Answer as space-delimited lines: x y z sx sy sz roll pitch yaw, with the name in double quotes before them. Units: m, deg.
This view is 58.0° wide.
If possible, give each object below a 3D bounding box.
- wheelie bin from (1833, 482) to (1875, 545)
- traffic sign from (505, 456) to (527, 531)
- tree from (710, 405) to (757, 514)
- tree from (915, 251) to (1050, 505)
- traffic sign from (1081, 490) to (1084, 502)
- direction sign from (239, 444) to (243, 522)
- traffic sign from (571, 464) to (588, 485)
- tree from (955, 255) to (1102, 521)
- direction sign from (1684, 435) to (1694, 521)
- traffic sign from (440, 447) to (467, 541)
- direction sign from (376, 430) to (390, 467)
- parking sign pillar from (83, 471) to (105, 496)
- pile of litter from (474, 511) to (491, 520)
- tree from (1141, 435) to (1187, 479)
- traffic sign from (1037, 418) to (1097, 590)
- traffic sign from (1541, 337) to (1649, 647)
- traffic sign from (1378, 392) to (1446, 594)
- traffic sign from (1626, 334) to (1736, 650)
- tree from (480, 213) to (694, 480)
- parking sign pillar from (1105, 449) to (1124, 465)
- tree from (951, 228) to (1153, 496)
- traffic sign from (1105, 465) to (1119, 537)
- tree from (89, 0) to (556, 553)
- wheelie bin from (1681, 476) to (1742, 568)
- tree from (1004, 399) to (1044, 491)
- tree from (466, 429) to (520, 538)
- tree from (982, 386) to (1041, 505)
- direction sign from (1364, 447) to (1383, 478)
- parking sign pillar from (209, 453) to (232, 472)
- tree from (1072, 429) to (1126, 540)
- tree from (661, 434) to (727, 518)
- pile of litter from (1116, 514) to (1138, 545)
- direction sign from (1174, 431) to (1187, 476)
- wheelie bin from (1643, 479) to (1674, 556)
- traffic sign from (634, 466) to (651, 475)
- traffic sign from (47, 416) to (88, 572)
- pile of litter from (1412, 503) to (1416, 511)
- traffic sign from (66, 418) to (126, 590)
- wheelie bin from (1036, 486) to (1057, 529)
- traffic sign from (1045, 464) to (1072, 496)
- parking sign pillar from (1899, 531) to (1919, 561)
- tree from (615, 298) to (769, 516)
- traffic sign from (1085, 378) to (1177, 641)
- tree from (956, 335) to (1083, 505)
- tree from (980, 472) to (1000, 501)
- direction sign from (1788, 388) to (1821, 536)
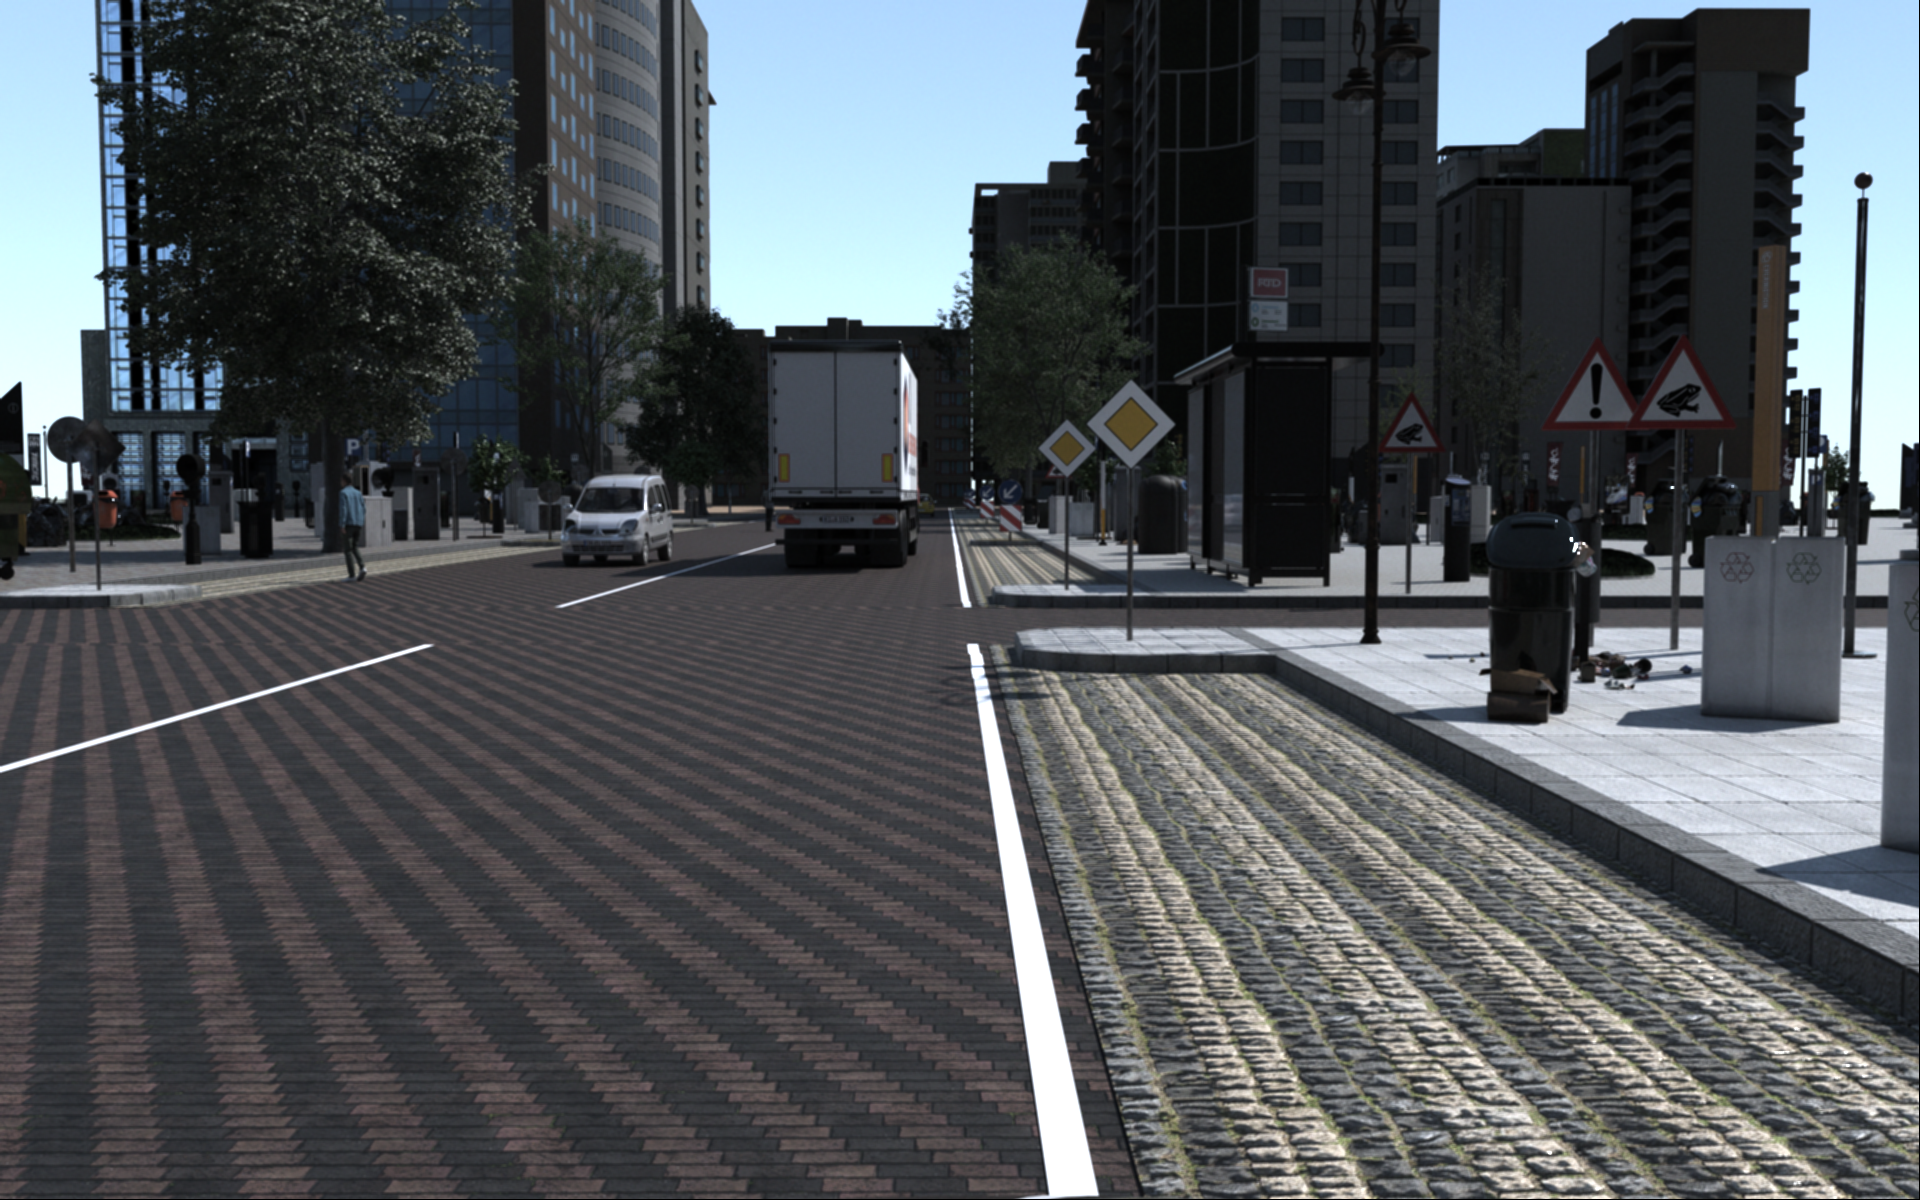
"wheelie bin" 22.735 -2.207 43.999 0.980 1.594 0.693 0 4 4
"traffic sign" -15.353 -3.652 59.719 0.884 2.594 0.081 0 4 7
"tree" -15.108 -9.978 113.508 4.737 8.622 4.395 0 3 0
"tree" 2.547 -17.261 138.102 12.611 20.169 13.585 0 3 0
"traffic sign" 3.870 -3.336 54.645 0.768 2.556 0.104 0 4 3
"direction sign" -32.465 -5.278 78.293 0.379 3.537 0.876 -2 4 -28
"traffic sign" -16.251 -4.517 73.952 0.768 2.556 0.104 0 4 4
"tree" 3.480 -10.035 82.194 7.486 12.596 7.792 0 3 0
"direction sign" 28.172 -4.589 67.019 0.379 3.537 0.876 0 4 3
"traffic sign" -13.822 -2.886 47.286 0.768 2.556 0.104 1 4 9
"direction sign" -19.855 -4.130 59.515 0.379 3.537 0.876 -3 4 -37
"parking sign pillar" -48.521 -6.641 97.046 1.447 3.967 1.447 2 4 24
"pile of litter" -23.090 -4.326 84.699 1.176 0.858 1.719 2 4 30
"tree" 6.493 -3.716 55.362 1.663 3.219 1.824 0 3 0
"traffic sign" 1.423 -1.190 23.096 0.795 2.450 0.064 0 4 0
"traffic sign" 5.290 -0.885 14.478 0.884 2.594 0.081 0 4 5
"traffic sign" 5.759 -1.357 22.187 0.884 2.594 0.081 0 4 1
"traffic sign" 5.893 -0.869 14.217 0.884 2.594 0.081 0 4 3
"tree" -14.181 -8.561 65.721 9.928 11.665 9.643 0 3 0
"parking sign pillar" 8.132 -6.151 89.049 1.447 3.967 1.447 -1 4 -9
"tree" 3.809 -8.782 69.343 9.928 11.665 9.643 0 3 0
"traffic sign" 4.427 -3.015 51.419 0.606 2.300 0.079 0 4 6
"tree" -13.612 -8.000 37.454 9.857 13.997 8.962 0 3 0
"wheelie bin" 13.206 -1.367 30.259 0.980 1.594 0.693 -2 4 -35
"tree" 4.186 -10.458 121.358 4.360 8.622 3.978 0 3 0
"tree" -13.934 -3.415 50.437 1.663 3.219 1.824 0 3 0
"tree" 3.384 -9.691 108.809 4.737 8.622 4.395 0 3 0
"direction sign" 19.783 -5.556 82.842 0.876 3.537 0.379 2 4 27
"parking sign pillar" -40.344 -6.486 94.519 1.447 3.967 1.447 2 4 26
"tree" 3.725 -3.338 49.176 1.663 3.219 1.824 0 3 0
"tree" -14.140 -6.654 92.514 4.285 4.588 4.351 0 3 0
"pile of litter" 4.785 -1.843 44.095 1.719 0.858 1.176 0 4 -3
"direction sign" 8.116 -4.302 62.341 0.876 3.537 0.379 0 4 -2
"wheelie bin" 14.832 -1.738 36.329 0.980 1.594 0.693 -2 4 -29
"traffic sign" -14.286 -4.758 77.907 0.768 2.556 0.104 0 4 1
"traffic sign" -14.580 -1.730 28.389 0.768 2.556 0.104 0 4 1
"pile of litter" 22.824 -4.514 87.775 1.719 0.858 1.176 3 4 37
"traffic sign" -11.471 -1.185 23.019 0.795 2.450 0.064 0 4 0
"wheelie bin" 3.261 -3.443 64.197 0.693 1.594 0.980 -3 5 -42
"traffic sign" 3.249 -3.502 57.265 0.884 2.594 0.081 0 4 5
"parking sign pillar" 19.067 -2.756 33.526 1.447 3.967 1.447 0 4 7
"tree" -15.275 -11.284 101.509 9.611 12.733 9.660 0 3 0
"traffic sign" 1.484 -0.701 15.111 0.795 2.450 0.064 0 4 0
"tree" 3.352 -9.719 93.313 7.601 10.594 8.767 0 4 -2
"tree" 2.407 -9.527 150.365 1.663 3.219 1.824 0 3 0
"direction sign" 18.197 -2.776 37.378 0.379 3.537 0.876 -1 4 -16
